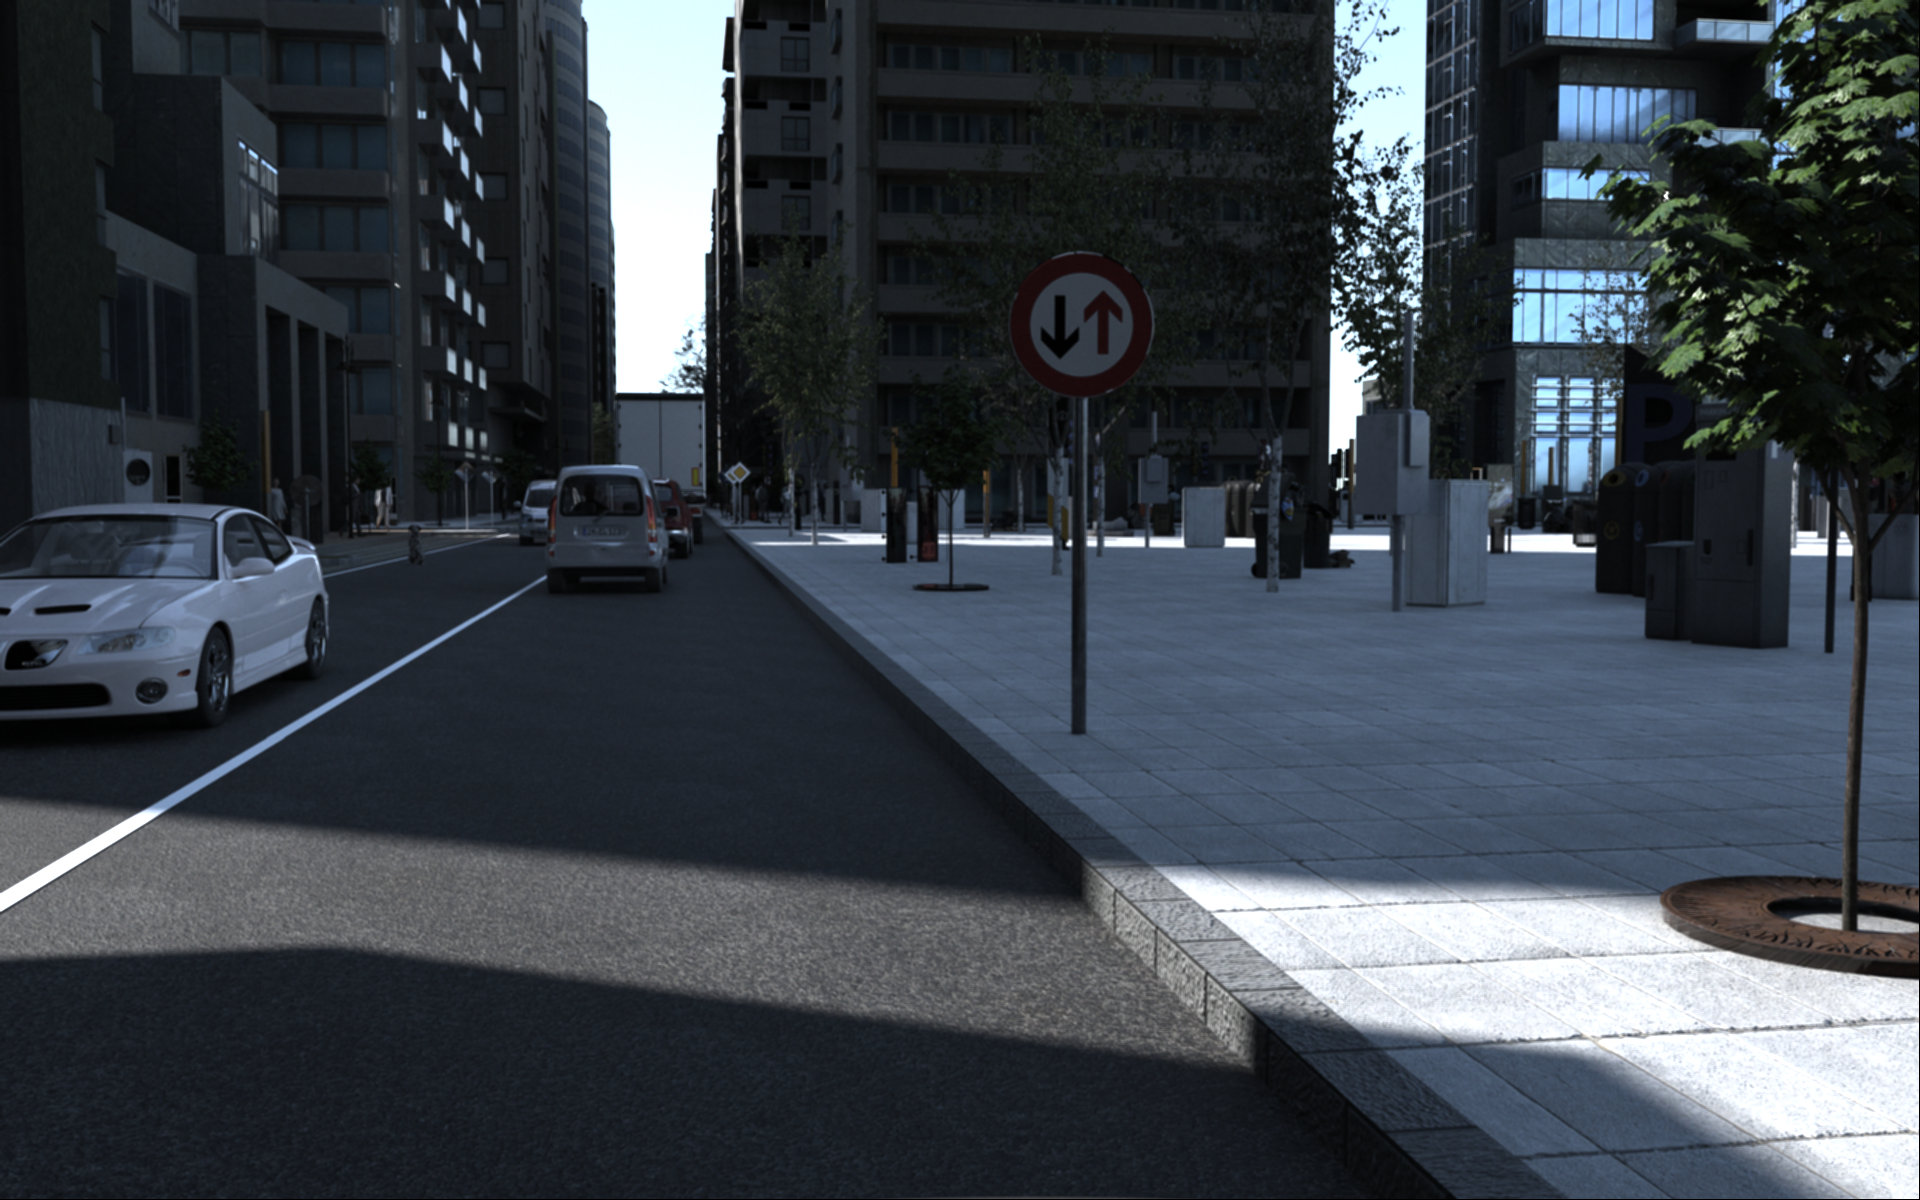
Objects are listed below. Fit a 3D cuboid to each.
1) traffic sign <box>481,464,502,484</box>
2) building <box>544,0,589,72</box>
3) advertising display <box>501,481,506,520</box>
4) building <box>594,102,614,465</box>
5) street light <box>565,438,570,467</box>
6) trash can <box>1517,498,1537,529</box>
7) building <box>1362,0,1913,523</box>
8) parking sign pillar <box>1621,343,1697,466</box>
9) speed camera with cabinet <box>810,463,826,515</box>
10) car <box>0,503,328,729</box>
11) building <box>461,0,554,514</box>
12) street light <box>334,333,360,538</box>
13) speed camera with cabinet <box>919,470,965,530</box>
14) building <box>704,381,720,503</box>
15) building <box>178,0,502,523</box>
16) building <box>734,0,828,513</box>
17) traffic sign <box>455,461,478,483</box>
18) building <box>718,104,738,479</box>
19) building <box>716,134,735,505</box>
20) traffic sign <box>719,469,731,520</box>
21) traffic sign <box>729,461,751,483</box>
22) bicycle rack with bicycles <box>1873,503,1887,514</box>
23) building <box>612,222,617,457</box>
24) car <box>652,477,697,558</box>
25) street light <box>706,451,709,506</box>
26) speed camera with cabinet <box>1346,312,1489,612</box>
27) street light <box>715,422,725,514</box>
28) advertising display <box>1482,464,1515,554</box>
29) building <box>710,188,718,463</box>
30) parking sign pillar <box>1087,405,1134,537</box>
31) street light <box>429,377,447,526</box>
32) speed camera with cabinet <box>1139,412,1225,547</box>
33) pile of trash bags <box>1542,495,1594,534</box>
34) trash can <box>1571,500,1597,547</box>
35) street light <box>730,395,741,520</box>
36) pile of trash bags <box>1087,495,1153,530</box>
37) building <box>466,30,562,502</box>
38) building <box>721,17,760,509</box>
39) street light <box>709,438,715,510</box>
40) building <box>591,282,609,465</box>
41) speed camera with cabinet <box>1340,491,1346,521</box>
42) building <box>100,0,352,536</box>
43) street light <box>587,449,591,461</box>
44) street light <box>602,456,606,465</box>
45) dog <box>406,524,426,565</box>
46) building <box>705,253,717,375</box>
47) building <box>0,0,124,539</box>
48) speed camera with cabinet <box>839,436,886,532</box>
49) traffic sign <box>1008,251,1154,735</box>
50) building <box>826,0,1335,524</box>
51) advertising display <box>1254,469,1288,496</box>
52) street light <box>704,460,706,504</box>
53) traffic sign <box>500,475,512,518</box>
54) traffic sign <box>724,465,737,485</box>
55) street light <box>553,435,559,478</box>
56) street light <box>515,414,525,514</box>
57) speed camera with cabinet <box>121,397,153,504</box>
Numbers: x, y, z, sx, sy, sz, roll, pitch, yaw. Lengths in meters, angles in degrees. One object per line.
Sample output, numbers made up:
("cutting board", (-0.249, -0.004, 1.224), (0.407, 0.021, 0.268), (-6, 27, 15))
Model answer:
("traffic sign", (-18.467, -4.041, 68.267), (0.795, 2.593, 0.064), (-1, 4, -9))
("building", (-52.268, -39.718, 191.387), (21.231, 58.520, 28.212), (-1, 4, -9))
("advertising display", (-22.713, -4.952, 86.180), (0.123, 1.923, 0.974), (0, 4, -8))
("building", (-61.727, -43.404, 251.652), (21.231, 58.520, 28.212), (-1, 4, -9))
("street light", (-32.596, -10.455, 143.723), (0.468, 5.910, 1.993), (-1, 4, -9))
("trash can", (20.629, -3.143, 63.049), (0.748, 1.137, 0.748), (0, 3, 0))
("building", (38.263, -47.433, 88.207), (31.000, 86.520, 22.319), (-1, 4, -9))
("parking sign pillar", (12.374, -2.575, 30.578), (1.447, 3.967, 1.447), (2, 4, 24))
("speed camera with cabinet", (-8.843, -6.953, 108.022), (0.660, 3.252, 2.038), (0, 4, 8))
("car", (-5.687, 0.024, 11.971), (2.083, 1.381, 4.827), (-1, 4, -8))
("building", (-43.600, -32.584, 121.995), (28.713, 52.752, 27.495), (-1, 4, -9))
("street light", (-17.634, -4.721, 49.977), (0.468, 5.910, 1.993), (-1, 4, -9))
("speed camera with cabinet", (-0.647, -4.153, 62.236), (0.660, 3.252, 2.038), (-3, 4, -37))
("building", (-26.576, -26.309, 275.190), (27.650, 21.520, 28.899), (-1, 4, -9))
("building", (-36.151, -28.521, 85.920), (23.786, 49.044, 30.456), (-1, 4, -9))
("building", (-3.257, -33.199, 132.041), (28.713, 52.752, 27.495), (-1, 4, -9))
("traffic sign", (-17.214, -3.559, 60.380), (0.795, 2.593, 0.064), (-1, 4, -9))
("building", (-14.569, -34.901, 190.240), (23.786, 49.044, 30.456), (-1, 4, -9))
("building", (-22.608, -34.345, 211.645), (14.600, 45.320, 14.200), (-1, 4, -9))
("traffic sign", (-11.677, -5.290, 86.595), (0.768, 2.556, 0.104), (0, 4, -1))
("traffic sign", (-7.833, -3.649, 61.845), (0.795, 2.593, 0.064), (-1, 4, -9))
("bicycle rack with bicycles", (36.965, -3.343, 68.035), (2.925, 0.926, 2.852), (-1, 4, -8))
("building", (-66.214, -39.952, 276.923), (21.300, 48.544, 21.600), (-1, 4, -9))
("car", (-7.235, -1.914, 39.965), (2.281, 1.827, 5.304), (0, 4, -7))
("street light", (-22.313, -11.163, 155.296), (0.468, 5.910, 1.993), (-1, 4, -9))
("speed camera with cabinet", (5.238, -1.543, 19.567), (0.660, 3.252, 2.038), (3, 5, 45))
("street light", (-15.307, -8.476, 111.375), (0.468, 5.910, 1.993), (-1, 4, -9))
("advertising display", (11.596, -1.964, 37.323), (0.974, 1.923, 0.123), (-3, 4, -36))
("building", (-23.870, -36.080, 244.526), (22.147, 44.769, 28.867), (-1, 4, -9))
("parking sign pillar", (4.551, -3.905, 52.324), (1.447, 3.967, 1.447), (3, 4, 39))
("street light", (-20.595, -5.850, 68.431), (0.468, 5.910, 1.993), (-1, 4, -9))
("speed camera with cabinet", (5.357, -2.903, 41.803), (2.038, 3.252, 0.660), (0, 4, 3))
("pile of trash bags", (21.063, -2.884, 56.913), (3.447, 1.369, 1.912), (0, 4, -7))
("trash can", (15.188, -1.856, 41.993), (0.748, 1.137, 0.748), (0, 3, 0))
("street light", (-10.311, -6.533, 79.605), (0.468, 5.910, 1.993), (-1, 4, -9))
("pile of trash bags", (6.053, -3.238, 62.686), (1.912, 1.369, 3.447), (-1, 4, -23))
("building", (-41.708, -28.362, 147.313), (14.154, 41.232, 14.086), (-1, 4, -9))
("building", (-10.829, -30.970, 160.986), (22.147, 44.769, 28.867), (-1, 4, -9))
("street light", (-20.282, -10.420, 143.149), (0.468, 5.910, 1.993), (-1, 4, -9))
("building", (-54.637, -28.162, 232.143), (14.160, 30.474, 14.107), (-1, 4, -9))
("speed camera with cabinet", (18.955, -5.331, 81.494), (2.038, 3.252, 0.660), (1, 4, 22))
("building", (-34.587, -44.724, 43.907), (31.000, 86.520, 22.319), (-1, 4, -9))
("street light", (-37.679, -12.423, 175.910), (0.468, 5.910, 1.993), (-1, 4, -9))
("street light", (-42.674, -14.367, 207.681), (0.468, 5.910, 1.993), (-1, 4, -9))
("dog", (-11.145, -1.123, 35.196), (0.513, 0.831, 0.800), (1, 4, 17))
("building", (-36.208, -37.387, 294.878), (14.154, 41.232, 14.086), (-1, 4, -9))
("building", (-22.107, -15.488, 24.929), (14.160, 30.474, 14.107), (-1, 4, -9))
("speed camera with cabinet", (-3.213, -3.945, 58.834), (2.038, 3.252, 0.660), (3, 5, 44))
("traffic sign", (0.637, -0.556, 9.199), (0.768, 2.556, 0.104), (0, 4, -2))
("building", (4.335, -28.173, 84.327), (21.600, 48.544, 21.300), (-1, 4, -9))
("advertising display", (7.916, -2.383, 44.178), (0.123, 1.923, 0.974), (-3, 5, -43))
("street light", (-27.417, -13.131, 187.483), (0.468, 5.910, 1.993), (-1, 4, -9))
("traffic sign", (-23.858, -5.437, 91.026), (0.606, 2.300, 0.079), (0, 4, -8))
("traffic sign", (-9.087, -4.131, 69.732), (0.795, 2.593, 0.064), (-1, 4, -9))
("street light", (-30.881, -9.787, 132.797), (0.468, 5.910, 1.993), (-1, 4, -9))
("street light", (-25.571, -7.825, 100.728), (0.468, 5.910, 1.993), (-1, 4, -9))
("speed camera with cabinet", (-17.285, -2.474, 34.788), (0.660, 3.252, 2.038), (2, 4, 28))
